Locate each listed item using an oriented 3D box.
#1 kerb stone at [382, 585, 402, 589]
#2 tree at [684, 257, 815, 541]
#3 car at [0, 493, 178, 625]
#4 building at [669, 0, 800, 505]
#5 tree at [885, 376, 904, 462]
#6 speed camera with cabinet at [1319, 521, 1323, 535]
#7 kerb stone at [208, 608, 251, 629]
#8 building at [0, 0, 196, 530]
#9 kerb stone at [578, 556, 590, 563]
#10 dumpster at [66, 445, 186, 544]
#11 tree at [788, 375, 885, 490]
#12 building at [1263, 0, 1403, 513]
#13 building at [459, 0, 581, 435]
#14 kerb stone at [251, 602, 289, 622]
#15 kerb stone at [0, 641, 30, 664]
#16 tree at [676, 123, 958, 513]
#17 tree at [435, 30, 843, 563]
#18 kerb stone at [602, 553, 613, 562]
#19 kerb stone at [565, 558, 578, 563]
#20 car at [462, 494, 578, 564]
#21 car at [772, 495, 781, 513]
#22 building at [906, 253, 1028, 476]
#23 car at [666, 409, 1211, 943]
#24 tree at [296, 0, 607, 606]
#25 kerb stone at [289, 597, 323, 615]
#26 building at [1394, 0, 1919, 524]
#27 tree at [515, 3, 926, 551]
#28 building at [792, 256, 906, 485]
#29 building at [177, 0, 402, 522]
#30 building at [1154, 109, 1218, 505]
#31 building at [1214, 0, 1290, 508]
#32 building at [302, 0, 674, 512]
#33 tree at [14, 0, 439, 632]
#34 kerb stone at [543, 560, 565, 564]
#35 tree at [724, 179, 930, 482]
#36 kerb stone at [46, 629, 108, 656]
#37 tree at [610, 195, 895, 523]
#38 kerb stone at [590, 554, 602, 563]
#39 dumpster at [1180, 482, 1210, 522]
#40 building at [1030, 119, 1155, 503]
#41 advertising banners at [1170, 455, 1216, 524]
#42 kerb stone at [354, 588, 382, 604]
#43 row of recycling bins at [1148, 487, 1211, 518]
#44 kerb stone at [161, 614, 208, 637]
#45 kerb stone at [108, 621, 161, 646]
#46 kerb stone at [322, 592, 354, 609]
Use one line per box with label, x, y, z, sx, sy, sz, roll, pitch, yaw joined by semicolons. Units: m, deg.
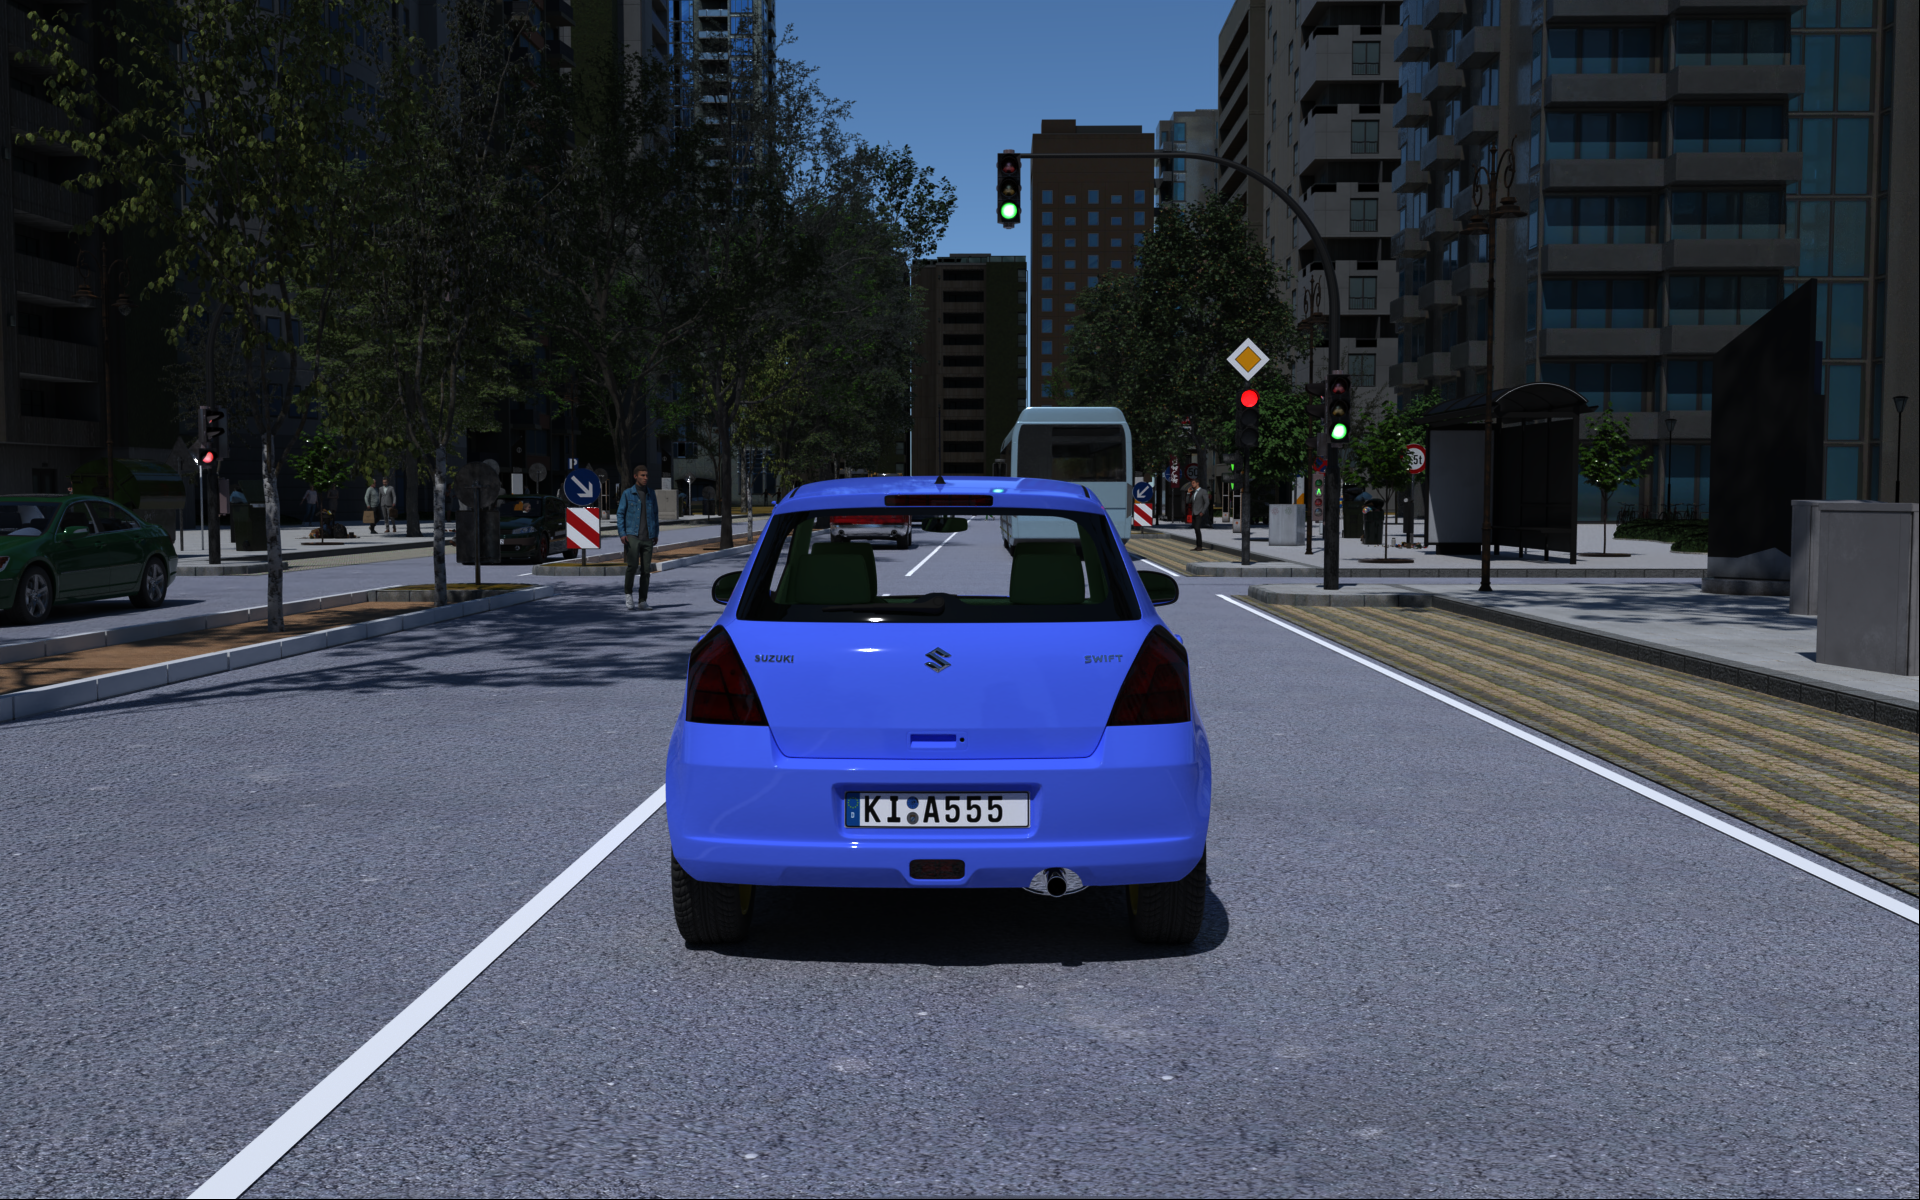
kerb stone;-7.875;-0.104;23.897;0.120;0.150;1.000;0;4;1
tree;-6.340;-6.074;52.124;4.737;8.622;4.395;0;3;0
car;-11.039;-0.531;20.472;2.131;1.459;4.920;0;3;0
building;-35.712;-55.160;214.529;31.000;86.520;22.319;0;4;1
tree;-4.886;-8.832;97.226;4.360;8.622;3.978;0;3;0
speed camera with cabinet;11.816;-3.734;55.382;0.660;3.252;2.038;1;4;12
kerb stone;-7.983;0.211;18.755;0.120;0.150;1.000;0;4;1
building;-35.431;-17.414;56.413;14.160;30.474;14.107;0;4;1
kerb stone;-7.632;-0.755;34.663;0.120;0.150;1.000;0;4;1
dumpster;-16.522;-1.947;34.322;1.502;2.255;1.985;0;4;1
tree;-5.660;-7.670;78.217;4.360;8.622;3.978;0;3;0
building;38.443;-33.157;131.361;28.713;52.752;27.495;0;4;1
building;-39.575;-28.556;121.518;22.147;44.769;28.867;0;4;1
kerb stone;-7.958;0.148;19.788;0.120;0.150;1.000;0;4;1
kerb stone;-8.080;0.461;14.654;0.120;0.150;1.000;0;4;1
tree;-6.822;-14.020;87.573;12.611;20.169;13.585;0;3;0
tree;-6.370;-5.923;33.716;8.767;10.594;7.601;0;4;1
kerb stone;-7.578;-0.889;36.723;0.120;0.150;1.000;0;4;1
kerb stone;-7.653;-0.695;33.641;0.120;0.150;1.000;0;4;1
car;-9.313;-1.641;36.610;2.009;1.686;4.222;0;4;2
car;-7.779;-4.356;80.820;1.945;1.707;3.694;0;4;0
building;1.124;-26.868;210.996;14.107;30.474;14.160;0;4;1
car;-0.063;0.169;6.821;1.945;1.707;3.694;0;3;0
tree;-6.628;-4.234;22.047;4.360;8.622;3.978;0;3;0
kerb stone;-7.947;0.089;20.813;0.120;0.150;1.000;0;4;1
building;34.209;-28.455;84.854;23.786;49.044;30.456;0;4;1
tree;-5.904;-7.993;43.506;12.009;13.543;11.850;0;3;0
building;-13.261;-26.895;211.433;14.107;30.474;14.160;0;4;1
building;-39.293;-33.196;84.756;21.231;58.520;28.212;0;4;1
building;38.194;-36.432;215.273;30.456;49.044;23.786;0;4;1
building;35.124;-32.561;156.071;21.300;48.544;21.600;0;4;1
building;-41.086;-37.644;157.472;28.212;58.520;21.231;0;4;1
tree;-7.039;-3.951;17.415;4.737;8.622;4.395;0;3;0
kerb stone;-7.671;-0.632;32.609;0.120;0.150;1.000;0;4;1
tree;-5.625;-9.893;70.857;9.857;13.997;8.962;0;3;0
kerb stone;-8.053;0.399;15.675;0.120;0.150;1.000;0;4;1
tree;-5.981;-8.026;59.444;9.928;11.665;9.643;0;3;0
kerb stone;-7.606;-0.826;35.701;0.120;0.150;1.000;0;4;1
dumpster;10.641;-4.430;78.196;1.264;1.857;1.865;0;4;1
building;15.745;-34.259;210.245;14.200;45.320;14.600;0;4;1
advertising banners;9.987;-4.800;74.666;2.074;3.025;0.090;1;4;18
kerb stone;-7.898;-0.040;22.862;0.120;0.150;1.000;0;4;1
row of recycling bins;11.733;-5.206;92.232;3.534;1.692;1.069;-1;4;-18
kerb stone;-8.013;0.274;17.722;0.120;0.150;1.000;0;4;1
kerb stone;-8.027;0.336;16.700;0.120;0.150;1.000;0;4;1
kerb stone;-7.919;0.022;21.837;0.120;0.150;1.000;0;4;1
